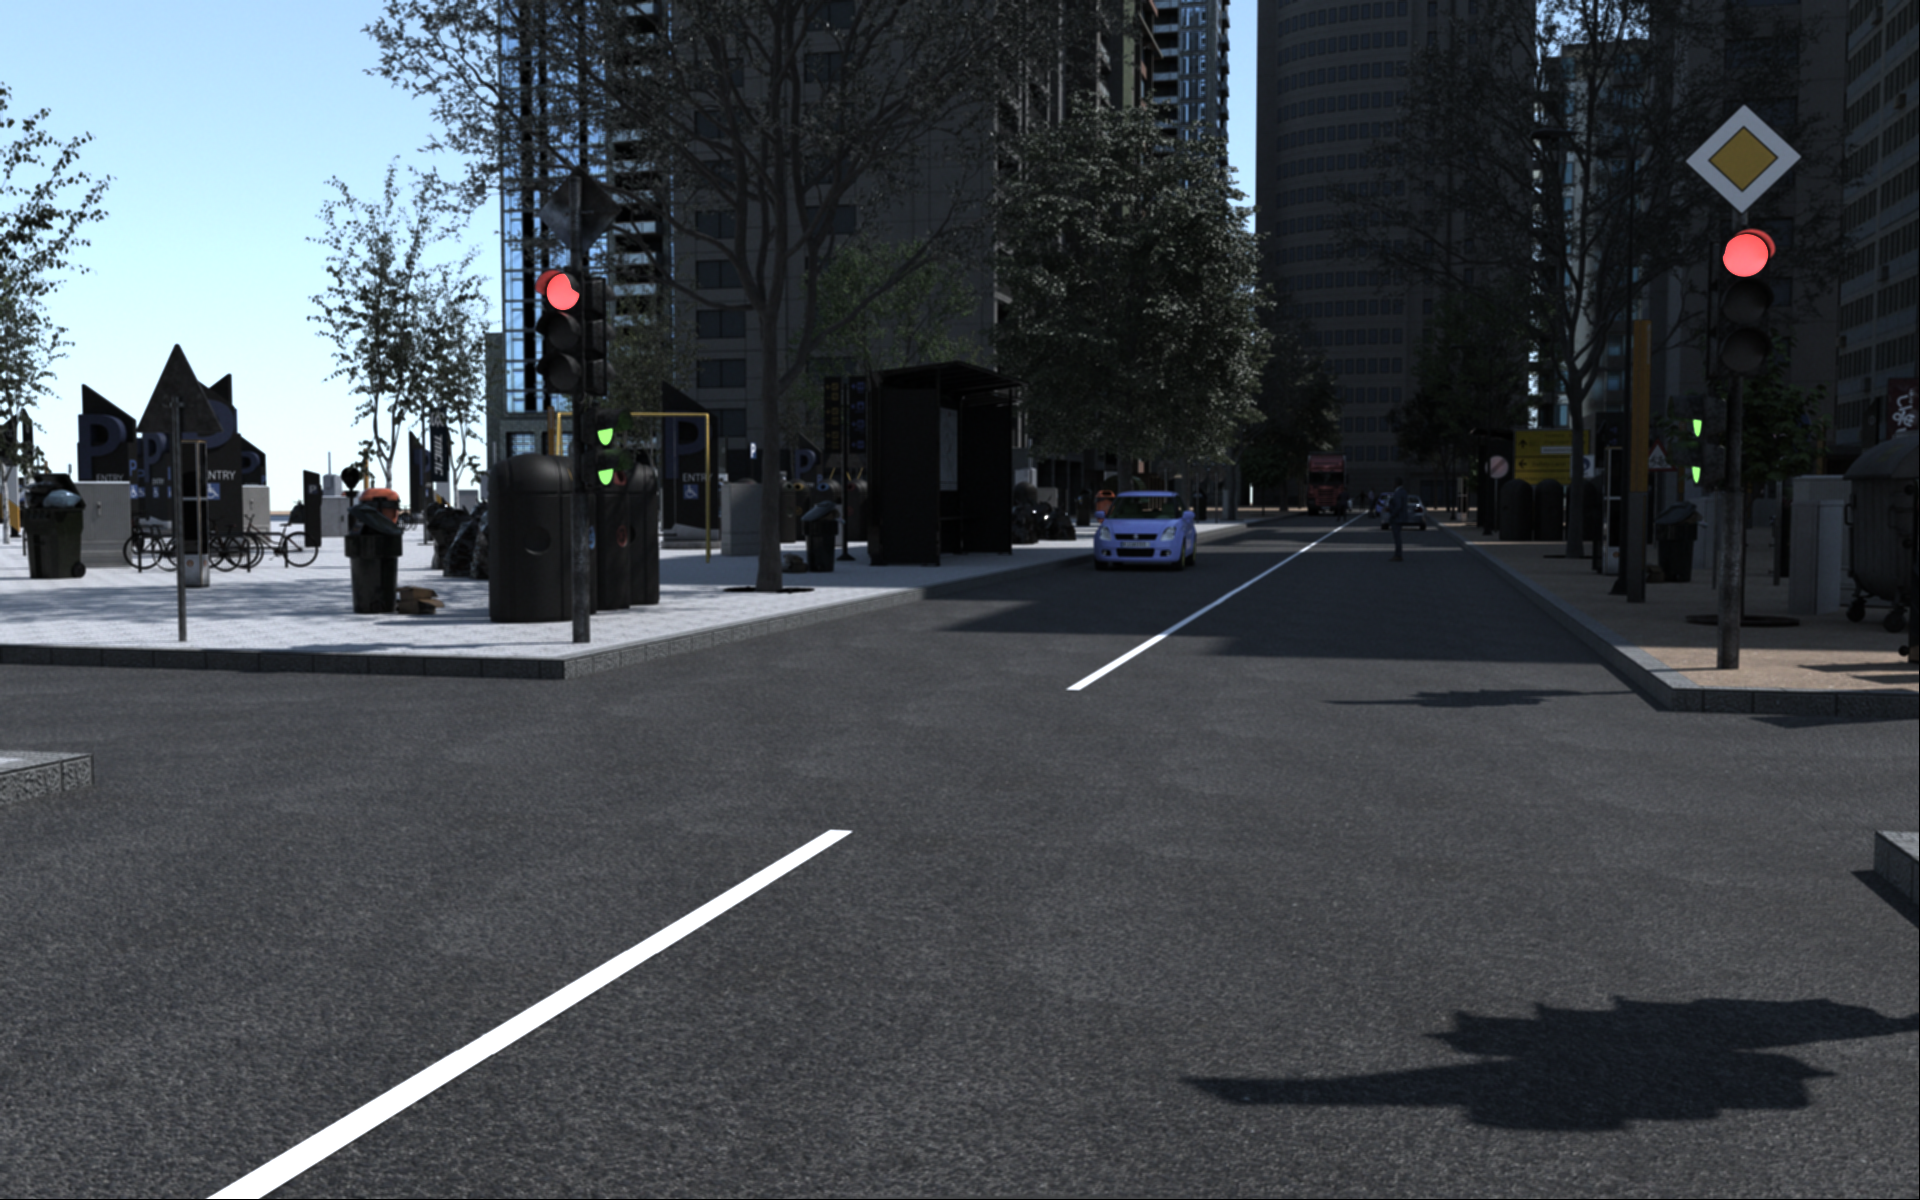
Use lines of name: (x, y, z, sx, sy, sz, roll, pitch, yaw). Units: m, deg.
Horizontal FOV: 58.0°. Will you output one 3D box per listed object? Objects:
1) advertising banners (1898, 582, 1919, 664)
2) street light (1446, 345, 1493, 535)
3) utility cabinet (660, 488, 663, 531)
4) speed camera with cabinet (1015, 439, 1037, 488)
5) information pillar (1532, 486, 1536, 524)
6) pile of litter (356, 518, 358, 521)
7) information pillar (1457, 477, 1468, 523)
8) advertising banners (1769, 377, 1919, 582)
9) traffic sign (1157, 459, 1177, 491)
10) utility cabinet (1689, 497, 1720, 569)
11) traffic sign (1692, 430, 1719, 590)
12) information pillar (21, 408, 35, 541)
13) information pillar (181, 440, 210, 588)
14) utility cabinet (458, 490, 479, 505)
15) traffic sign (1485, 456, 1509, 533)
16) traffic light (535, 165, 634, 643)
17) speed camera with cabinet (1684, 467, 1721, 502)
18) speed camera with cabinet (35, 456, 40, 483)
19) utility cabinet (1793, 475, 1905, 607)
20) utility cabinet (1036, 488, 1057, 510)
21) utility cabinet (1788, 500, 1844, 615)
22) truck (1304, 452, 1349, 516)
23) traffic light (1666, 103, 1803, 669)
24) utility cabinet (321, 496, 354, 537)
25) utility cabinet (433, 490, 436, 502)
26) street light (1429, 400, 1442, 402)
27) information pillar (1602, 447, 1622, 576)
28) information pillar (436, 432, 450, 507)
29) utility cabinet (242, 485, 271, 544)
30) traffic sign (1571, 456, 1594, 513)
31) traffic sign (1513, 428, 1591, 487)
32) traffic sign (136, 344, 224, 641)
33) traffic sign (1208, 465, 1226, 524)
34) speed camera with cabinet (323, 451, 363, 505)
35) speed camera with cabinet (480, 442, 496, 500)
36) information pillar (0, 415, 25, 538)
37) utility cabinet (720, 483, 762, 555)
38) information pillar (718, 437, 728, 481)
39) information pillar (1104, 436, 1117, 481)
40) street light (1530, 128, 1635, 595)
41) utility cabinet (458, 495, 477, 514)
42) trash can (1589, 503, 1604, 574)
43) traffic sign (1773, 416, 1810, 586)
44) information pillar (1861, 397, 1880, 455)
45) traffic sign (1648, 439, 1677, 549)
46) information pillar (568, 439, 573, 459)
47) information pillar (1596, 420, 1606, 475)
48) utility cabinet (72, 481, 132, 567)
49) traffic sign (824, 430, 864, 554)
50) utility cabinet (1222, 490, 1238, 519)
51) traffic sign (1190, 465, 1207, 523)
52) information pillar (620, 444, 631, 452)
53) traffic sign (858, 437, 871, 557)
advertising banners: (7.293, -0.978, 12.170, 0.090, 3.025, 2.074, 0, 4, -3)
street light: (15.917, -4.978, 53.934, 1.470, 5.913, 1.316, 1, 4, 14)
utility cabinet: (-9.930, -3.086, 59.134, 0.318, 1.500, 1.173, 0, 4, 8)
speed camera with cabinet: (2.684, -4.178, 62.641, 0.660, 3.252, 2.038, 2, 4, 29)
information pillar: (20.584, -4.341, 62.325, 0.504, 3.616, 0.183, -2, 4, -33)
pile of litter: (-19.468, -2.578, 56.111, 1.176, 0.858, 1.719, 1, 4, 16)
information pillar: (22.029, -4.370, 75.946, 0.304, 2.012, 0.304, -2, 4, -24)
advertising banners: (13.462, -1.842, 26.298, 2.074, 3.025, 0.090, 1, 4, 20)
traffic sign: (7.582, -3.890, 63.708, 0.768, 2.556, 0.104, 2, 4, 24)
utility cabinet: (12.815, -1.147, 29.912, 0.306, 1.237, 1.020, 2, 4, 33)
traffic sign: (10.137, -1.348, 23.218, 0.795, 2.450, 0.064, 1, 4, 20)
information pillar: (-25.530, -3.433, 47.486, 0.183, 3.616, 0.504, 0, 4, -6)
information pillar: (-10.506, -1.176, 23.723, 0.304, 2.012, 0.304, 0, 4, -3)
utility cabinet: (-25.438, -4.932, 89.309, 1.173, 1.500, 0.318, -1, 4, -15)
traffic sign: (17.785, -3.506, 57.423, 0.768, 2.556, 0.104, 1, 4, 22)
traffic light: (-3.256, -1.586, 14.846, 0.839, 4.253, 0.868, 1, 4, 14)
speed camera with cabinet: (22.538, -3.550, 52.375, 0.660, 3.252, 2.038, 3, 5, 43)
speed camera with cabinet: (-48.130, -5.882, 90.514, 0.660, 3.252, 2.038, -1, 4, -12)
utility cabinet: (10.181, -0.683, 19.840, 0.318, 1.500, 1.173, -3, 5, -42)
utility cabinet: (2.681, -3.081, 59.057, 1.173, 1.500, 0.318, -1, 4, -12)
utility cabinet: (9.254, -0.464, 18.742, 0.306, 1.237, 1.020, 3, 5, 40)
truck: (24.794, -7.841, 117.115, 2.839, 4.237, 11.283, 1, 4, 12)
traffic light: (5.633, -1.450, 12.633, 0.839, 4.253, 0.868, 1, 4, 14)
utility cabinet: (-18.600, -2.472, 51.584, 1.020, 1.237, 0.306, -1, 4, -21)
utility cabinet: (-25.388, -4.593, 83.782, 1.173, 1.500, 0.318, -3, 5, -44)
street light: (23.848, -6.912, 85.549, 1.470, 5.913, 1.316, 1, 4, 14)
information pillar: (10.262, -1.384, 27.124, 0.304, 2.012, 0.304, 1, 4, 10)
information pillar: (-18.235, -4.268, 61.131, 0.504, 3.616, 0.183, -1, 4, -12)
utility cabinet: (-18.165, -2.163, 44.045, 0.318, 1.500, 1.173, 3, 5, 40)
traffic sign: (16.256, -2.639, 45.277, 0.606, 2.300, 0.079, 1, 4, 16)
traffic sign: (18.474, -3.685, 54.123, 2.265, 3.308, 0.079, 1, 4, 21)
traffic sign: (-6.774, -0.918, 15.018, 0.884, 2.594, 0.081, 1, 4, 16)
traffic sign: (11.174, -4.604, 75.377, 0.768, 2.556, 0.104, 1, 4, 17)
speed camera with cabinet: (-28.542, -5.262, 80.372, 2.038, 3.252, 0.660, 1, 4, 19)
speed camera with cabinet: (-17.693, -4.398, 66.251, 0.660, 3.252, 2.038, 0, 4, 8)
information pillar: (-28.018, -3.652, 51.068, 0.504, 3.616, 0.183, 0, 4, -7)
utility cabinet: (-4.474, -1.679, 36.124, 0.318, 1.500, 1.173, 3, 4, 38)
information pillar: (-9.652, -4.850, 70.645, 0.504, 3.616, 0.183, 3, 5, 39)
information pillar: (5.473, -4.380, 62.964, 0.504, 3.616, 0.183, -1, 4, -13)
street light: (7.933, -3.028, 22.057, 1.470, 5.913, 1.316, 1, 4, 14)
utility cabinet: (-23.527, -4.358, 82.422, 1.020, 1.237, 0.306, -1, 4, -9)
trash can: (10.473, -0.987, 27.786, 0.748, 1.137, 0.748, 0, 3, 0)
traffic sign: (11.452, -1.474, 24.213, 0.768, 2.556, 0.104, 1, 4, 23)
information pillar: (22.096, -3.102, 42.071, 0.183, 3.616, 0.504, -1, 4, -12)
traffic sign: (16.352, -2.488, 40.676, 0.884, 2.594, 0.081, 1, 4, 16)
information pillar: (-15.613, -4.799, 69.819, 0.504, 3.616, 0.183, 3, 5, 43)
information pillar: (20.295, -3.887, 54.907, 0.183, 3.616, 0.504, 3, 5, 44)
utility cabinet: (-15.042, -1.308, 30.068, 1.173, 1.500, 0.318, -2, 4, -25)
traffic sign: (-2.356, -2.142, 35.029, 0.884, 2.594, 0.081, 1, 4, 21)
utility cabinet: (13.604, -4.809, 87.309, 0.318, 1.500, 1.173, 2, 4, 33)
traffic sign: (10.481, -4.662, 76.327, 0.768, 2.556, 0.104, 1, 4, 17)
information pillar: (-15.189, -5.336, 78.598, 0.504, 3.616, 0.183, 0, 4, -6)
traffic sign: (-1.821, -2.147, 35.114, 0.884, 2.594, 0.081, 2, 4, 24)
